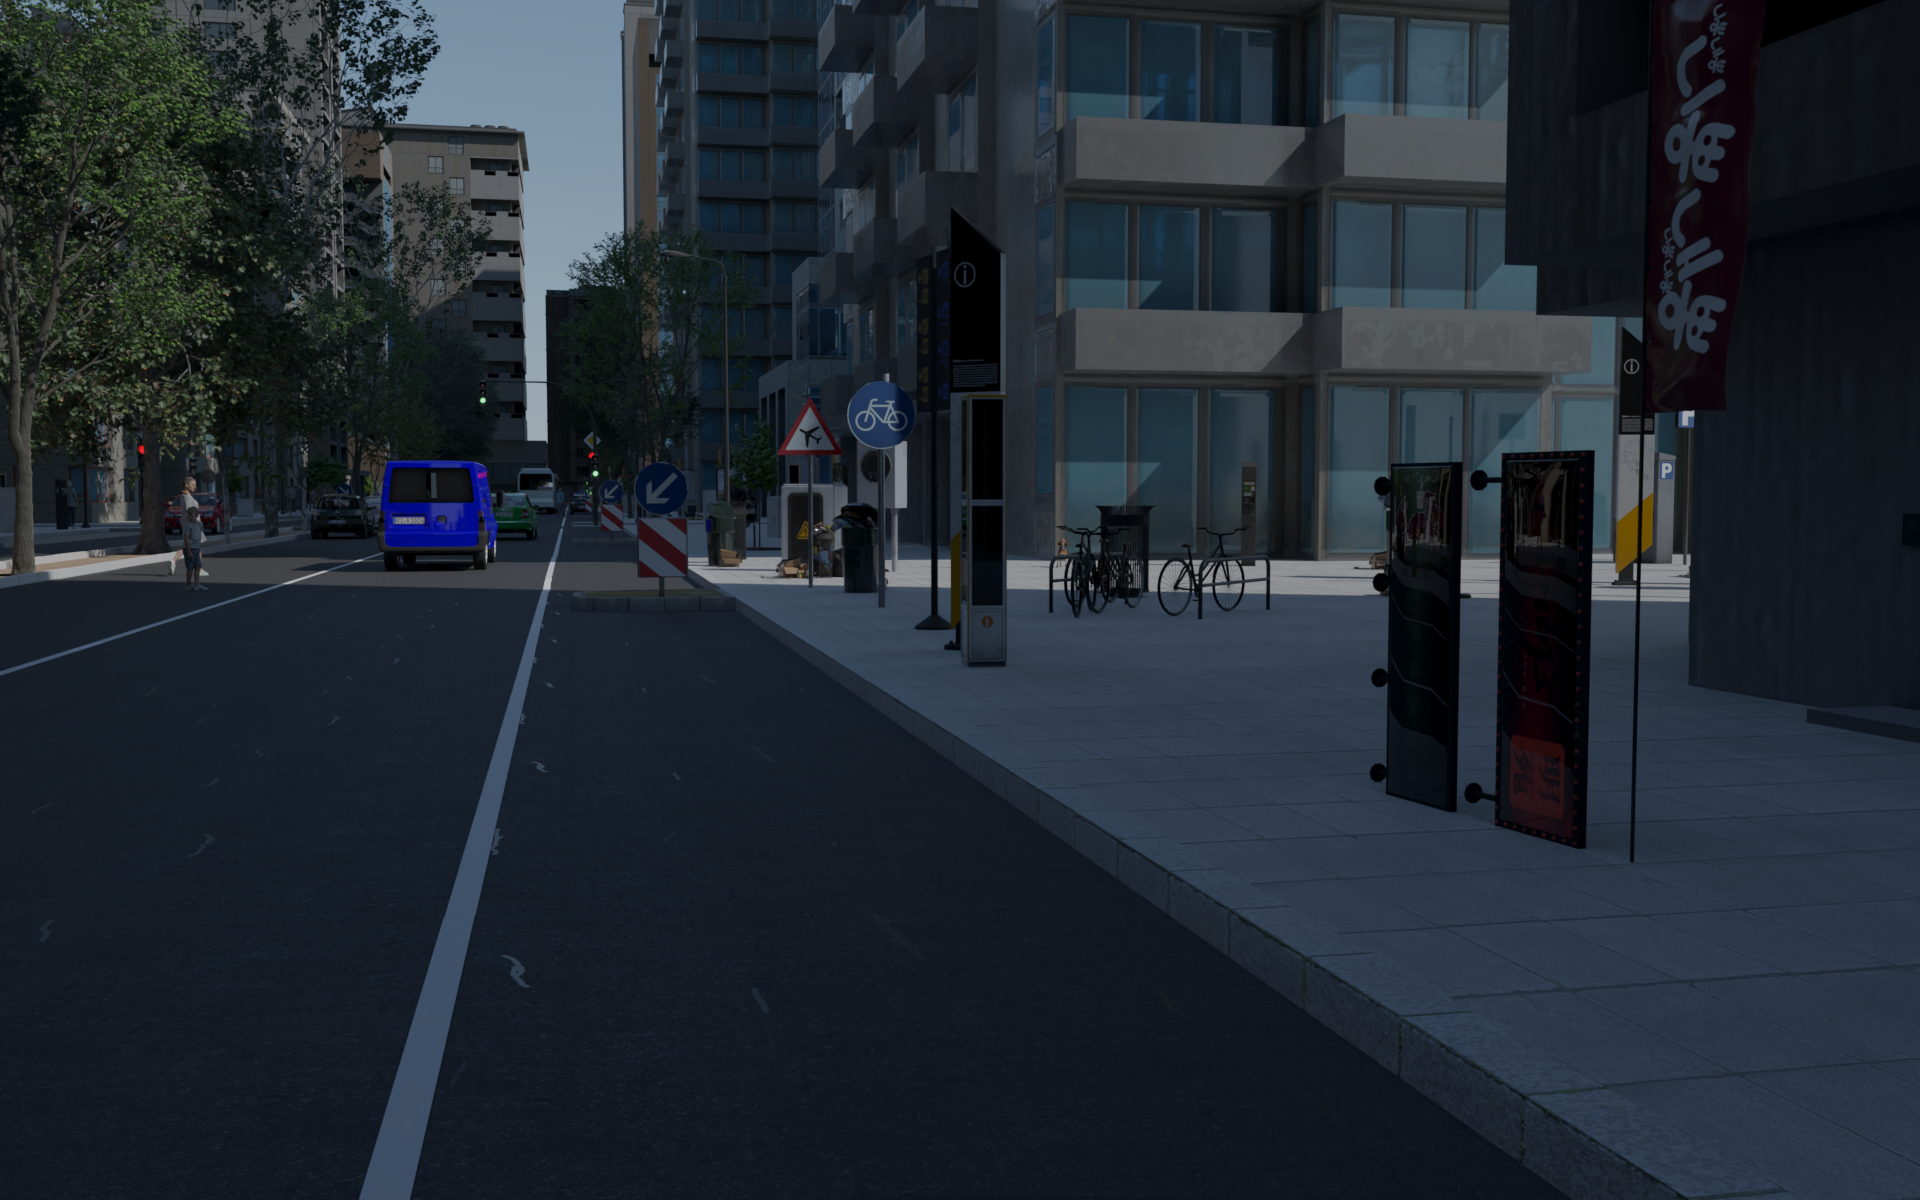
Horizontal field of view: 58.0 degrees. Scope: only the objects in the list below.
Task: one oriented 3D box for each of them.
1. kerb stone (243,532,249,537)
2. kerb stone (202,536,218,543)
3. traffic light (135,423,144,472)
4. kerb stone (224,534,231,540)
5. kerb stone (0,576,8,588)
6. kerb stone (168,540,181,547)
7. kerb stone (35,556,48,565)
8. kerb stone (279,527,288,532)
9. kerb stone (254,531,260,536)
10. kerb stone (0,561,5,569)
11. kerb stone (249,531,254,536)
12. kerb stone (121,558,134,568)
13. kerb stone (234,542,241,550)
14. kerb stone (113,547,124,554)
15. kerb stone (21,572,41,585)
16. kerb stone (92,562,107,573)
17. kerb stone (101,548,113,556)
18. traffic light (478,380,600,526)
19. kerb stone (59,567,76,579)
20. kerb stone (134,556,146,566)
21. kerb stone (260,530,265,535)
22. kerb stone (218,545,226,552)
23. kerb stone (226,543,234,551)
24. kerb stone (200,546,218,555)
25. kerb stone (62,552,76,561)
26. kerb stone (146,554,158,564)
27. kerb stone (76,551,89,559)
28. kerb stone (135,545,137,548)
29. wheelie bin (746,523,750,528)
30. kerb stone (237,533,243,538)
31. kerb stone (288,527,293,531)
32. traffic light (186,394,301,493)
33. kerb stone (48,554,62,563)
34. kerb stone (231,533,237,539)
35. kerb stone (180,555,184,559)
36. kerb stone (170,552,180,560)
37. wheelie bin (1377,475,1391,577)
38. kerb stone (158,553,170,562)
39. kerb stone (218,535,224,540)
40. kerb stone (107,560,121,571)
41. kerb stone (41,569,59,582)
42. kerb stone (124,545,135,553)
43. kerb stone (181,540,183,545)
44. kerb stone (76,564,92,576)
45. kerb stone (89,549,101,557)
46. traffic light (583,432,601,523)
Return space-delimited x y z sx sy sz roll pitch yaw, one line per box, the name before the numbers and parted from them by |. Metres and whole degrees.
kerb stone | -23.702 -2.131 57.131 0.120 0.150 1.000 -1 4 -13
kerb stone | -22.578 -1.831 52.135 0.120 0.150 1.000 -1 4 -13
traffic light | -31.270 -4.749 66.567 0.839 4.253 0.868 -1 4 -13
kerb stone | -23.028 -1.952 54.129 0.120 0.150 1.000 -1 4 -13
kerb stone | -14.703 -0.271 26.631 0.120 0.150 1.000 -1 4 -13
kerb stone | -21.458 -1.526 47.138 0.120 0.150 1.000 -1 4 -13
kerb stone | -18.762 -0.790 35.113 0.120 0.150 1.000 -1 4 -13
kerb stone | -25.501 -2.626 65.136 0.120 0.150 1.000 -1 4 -13
kerb stone | -24.145 -2.259 59.131 0.120 0.150 1.000 -1 4 -13
kerb stone | -18.302 -0.668 33.115 0.120 0.150 1.000 -1 4 -13
kerb stone | -23.930 -2.198 58.132 0.120 0.150 1.000 -1 4 -13
kerb stone | -16.278 -0.696 33.627 0.120 0.150 1.000 -1 4 -13
kerb stone | -18.743 -1.372 44.620 0.120 0.150 1.000 -1 4 -13
kerb stone | -20.115 -1.158 41.127 0.120 0.150 1.000 -1 4 -13
kerb stone | -14.928 -0.332 27.631 0.120 0.150 1.000 -1 4 -13
kerb stone | -15.822 -0.576 31.635 0.120 0.150 1.000 -1 4 -13
kerb stone | -19.883 -1.094 40.123 0.120 0.150 1.000 -1 4 -13
traffic light | -16.842 -5.810 69.669 4.771 5.953 1.251 -1 4 -13
kerb stone | -15.369 -0.455 29.632 0.120 0.150 1.000 -1 4 -13
kerb stone | -16.503 -0.760 34.624 0.120 0.150 1.000 -1 4 -13
kerb stone | -24.372 -2.317 60.129 0.120 0.150 1.000 -1 4 -13
kerb stone | -18.294 -1.242 42.627 0.120 0.150 1.000 -1 4 -13
kerb stone | -18.515 -1.311 43.624 0.120 0.150 1.000 -1 4 -13
kerb stone | -18.063 -1.189 41.628 0.120 0.150 1.000 -1 4 -13
kerb stone | -19.205 -0.913 37.117 0.120 0.150 1.000 -1 4 -13
kerb stone | -16.729 -0.822 35.632 0.120 0.150 1.000 -1 4 -13
kerb stone | -19.440 -0.973 38.123 0.120 0.150 1.000 -1 4 -13
kerb stone | -20.557 -1.280 43.131 0.120 0.150 1.000 -1 4 -13
wheelie bin | -8.412 -3.559 66.104 0.693 1.594 0.980 1 4 14
kerb stone | -23.482 -2.076 56.132 0.120 0.150 1.000 -1 4 -13
kerb stone | -25.725 -2.687 66.133 0.120 0.150 1.000 -1 4 -13
traffic light | -30.998 -6.127 74.849 4.771 5.953 1.251 -1 4 -13
kerb stone | -18.984 -0.844 36.119 0.120 0.150 1.000 -1 4 -13
kerb stone | -23.249 -2.014 55.127 0.120 0.150 1.000 -1 4 -13
kerb stone | -17.399 -1.005 38.628 0.120 0.150 1.000 -1 4 -13
kerb stone | -17.168 -0.940 37.628 0.120 0.150 1.000 -1 4 -13
wheelie bin | 6.810 -1.123 26.277 0.980 1.594 0.693 2 4 31
kerb stone | -16.947 -0.883 36.630 0.120 0.150 1.000 -1 4 -13
kerb stone | -22.810 -1.891 53.131 0.120 0.150 1.000 -1 4 -13
kerb stone | -16.046 -0.638 32.632 0.120 0.150 1.000 -1 4 -13
kerb stone | -15.151 -0.394 28.634 0.120 0.150 1.000 -1 4 -13
kerb stone | -20.334 -1.219 42.134 0.120 0.150 1.000 -1 4 -13
kerb stone | -21.683 -1.582 48.135 0.120 0.150 1.000 -1 4 -13
kerb stone | -15.595 -0.510 30.634 0.120 0.150 1.000 -1 4 -13
kerb stone | -19.664 -1.032 39.124 0.120 0.150 1.000 -1 4 -13
traffic light | -16.570 -5.452 78.056 0.839 4.253 0.868 -1 4 -13
